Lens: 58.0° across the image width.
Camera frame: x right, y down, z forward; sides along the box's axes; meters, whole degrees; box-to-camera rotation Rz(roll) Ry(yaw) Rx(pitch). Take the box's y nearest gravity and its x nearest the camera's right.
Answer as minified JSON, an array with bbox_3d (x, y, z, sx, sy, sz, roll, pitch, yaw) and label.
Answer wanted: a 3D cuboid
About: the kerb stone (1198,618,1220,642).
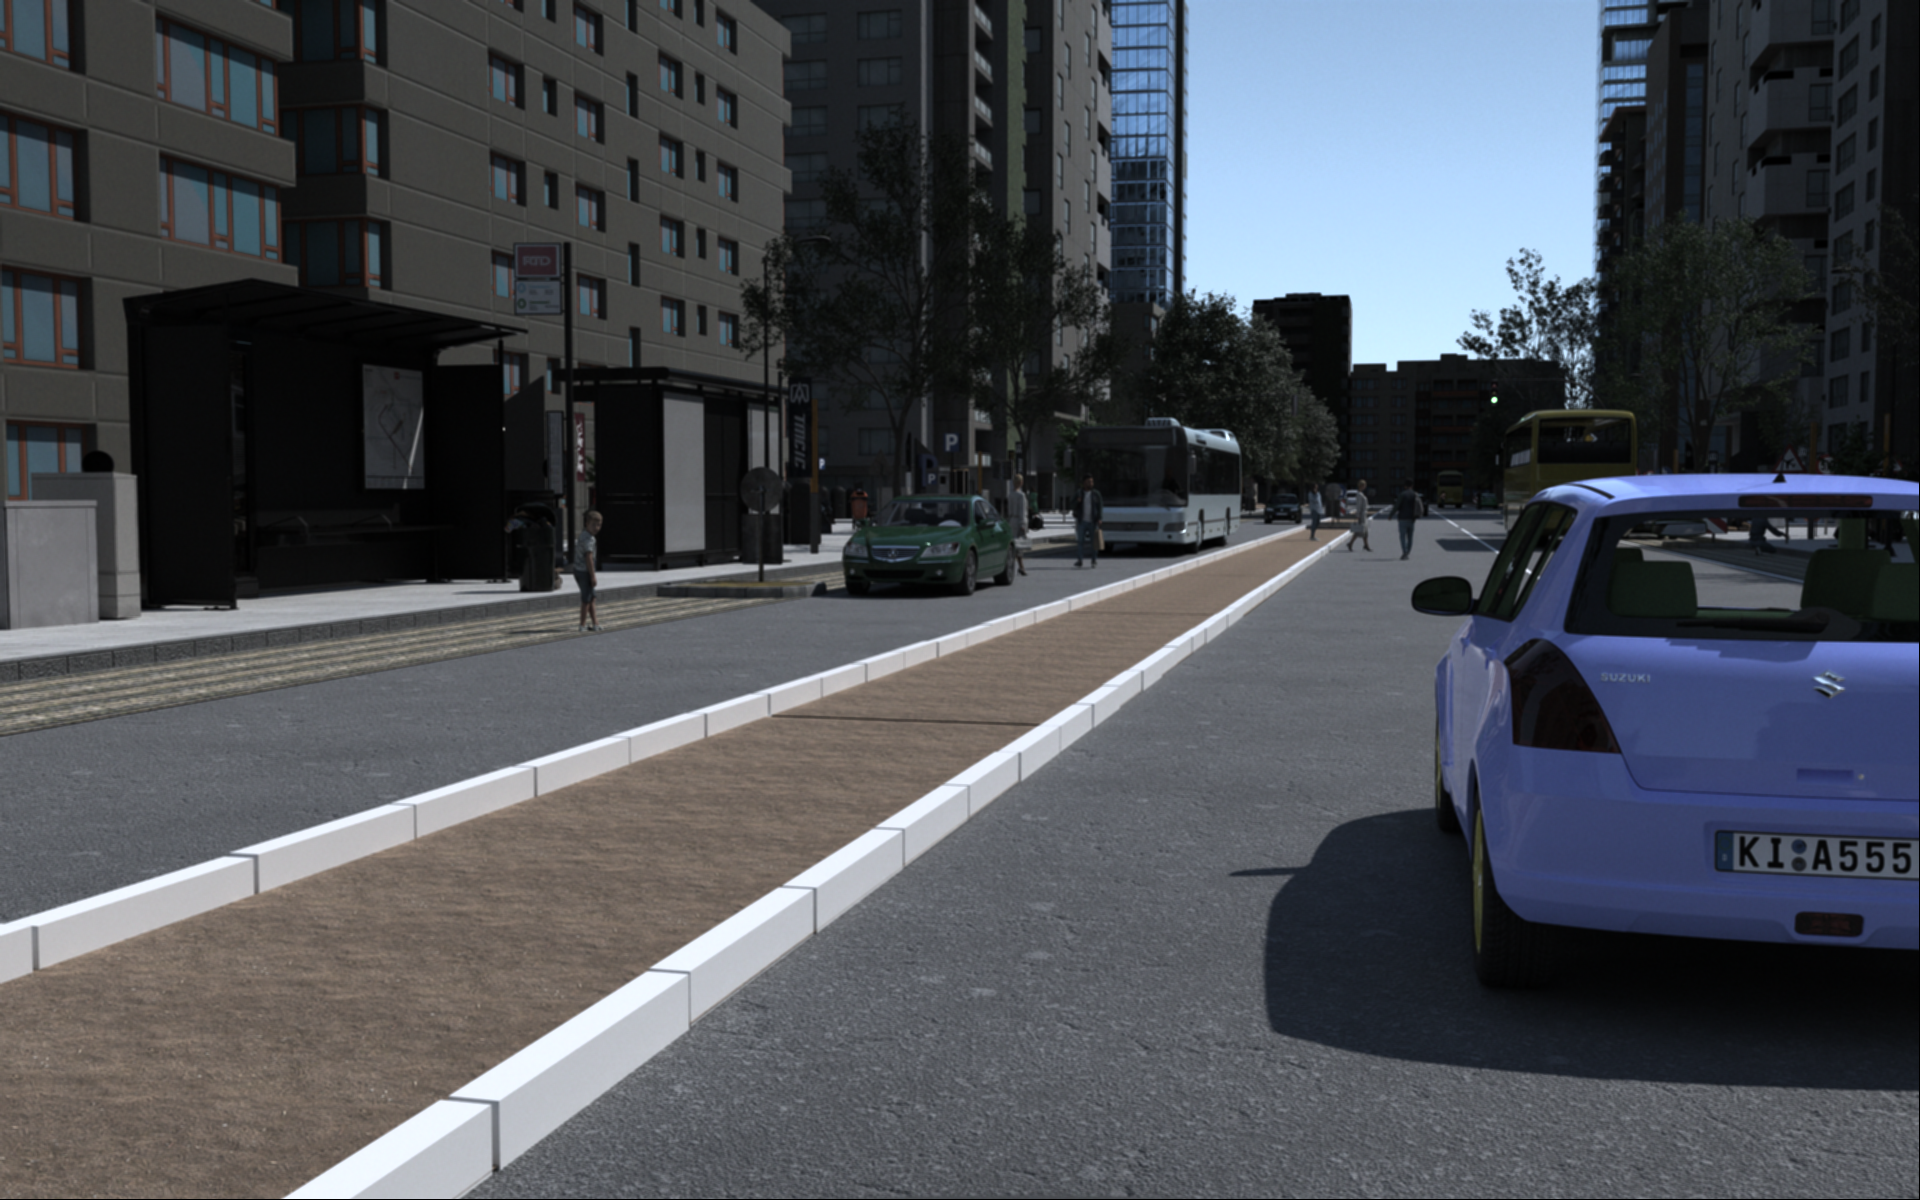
[{"bbox_3d":[2.421,0.314,17.059,0.120,0.150,1.000,1,4,14],"label":"kerb stone"}]

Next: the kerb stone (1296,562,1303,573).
[{"bbox_3d":[5.999,-0.536,30.962,0.120,0.150,1.000,1,4,14],"label":"kerb stone"}]

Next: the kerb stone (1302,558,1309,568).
[{"bbox_3d":[6.508,-0.658,32.948,0.120,0.150,1.000,1,4,14],"label":"kerb stone"}]

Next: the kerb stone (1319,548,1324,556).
[{"bbox_3d":[8.045,-1.017,38.913,0.120,0.150,1.000,1,4,14],"label":"kerb stone"}]

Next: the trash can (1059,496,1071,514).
[{"bbox_3d":[6.775,-6.129,111.869,0.748,1.137,0.748,0,3,0],"label":"trash can"}]

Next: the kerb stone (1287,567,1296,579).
[{"bbox_3d":[5.489,-0.407,28.964,0.120,0.150,1.000,1,4,14],"label":"kerb stone"}]

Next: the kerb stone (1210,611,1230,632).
[{"bbox_3d":[2.673,0.253,18.052,0.120,0.150,1.000,1,4,14],"label":"kerb stone"}]

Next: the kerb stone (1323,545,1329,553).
[{"bbox_3d":[8.568,-1.144,40.900,0.120,0.150,1.000,1,4,14],"label":"kerb stone"}]

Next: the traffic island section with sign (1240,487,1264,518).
[{"bbox_3d":[17.431,-5.817,103.730,1.989,1.847,2.006,1,4,14],"label":"traffic island section with sign"}]

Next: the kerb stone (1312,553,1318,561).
[{"bbox_3d":[7.284,-0.839,35.926,0.120,0.150,1.000,1,4,14],"label":"kerb stone"}]

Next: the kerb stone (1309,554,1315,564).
[{"bbox_3d":[7.029,-0.778,34.937,0.120,0.150,1.000,1,4,14],"label":"kerb stone"}]

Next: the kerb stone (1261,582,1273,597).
[{"bbox_3d":[4.210,-0.110,24.009,0.120,0.150,1.000,1,4,14],"label":"kerb stone"}]

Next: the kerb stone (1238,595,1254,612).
[{"bbox_3d":[3.438,0.071,21.029,0.120,0.150,1.000,1,4,14],"label":"kerb stone"}]

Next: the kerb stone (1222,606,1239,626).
[{"bbox_3d":[2.934,0.196,19.041,0.120,0.150,1.000,1,4,14],"label":"kerb stone"}]

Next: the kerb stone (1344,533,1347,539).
[{"bbox_3d":[11.635,-1.872,52.803,0.120,0.150,1.000,1,4,14],"label":"kerb stone"}]

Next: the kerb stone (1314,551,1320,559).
[{"bbox_3d":[7.536,-0.892,36.917,0.120,0.150,1.000,1,4,14],"label":"kerb stone"}]

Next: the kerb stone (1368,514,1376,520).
[{"bbox_3d":[23.565,-4.697,99.034,0.120,0.150,1.000,1,4,14],"label":"kerb stone"}]

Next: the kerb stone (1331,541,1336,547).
[{"bbox_3d":[9.592,-1.384,44.872,0.120,0.150,1.000,1,4,14],"label":"kerb stone"}]

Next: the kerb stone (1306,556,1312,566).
[{"bbox_3d":[6.770,-0.717,33.945,0.120,0.150,1.000,1,4,14],"label":"kerb stone"}]

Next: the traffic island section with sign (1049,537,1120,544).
[{"bbox_3d":[3.763,-2.572,50.686,1.989,1.847,2.006,1,4,14],"label":"traffic island section with sign"}]

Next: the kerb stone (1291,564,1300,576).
[{"bbox_3d":[5.745,-0.475,29.962,0.120,0.150,1.000,1,4,14],"label":"kerb stone"}]

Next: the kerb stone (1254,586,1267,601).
[{"bbox_3d":[3.950,-0.050,23.020,0.120,0.150,1.000,1,4,14],"label":"kerb stone"}]

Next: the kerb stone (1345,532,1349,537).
[{"bbox_3d":[12.158,-1.991,54.803,0.120,0.150,1.000,1,4,14],"label":"kerb stone"}]

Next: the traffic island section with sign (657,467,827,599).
[{"bbox_3d":[-2.987,-0.976,24.586,1.989,1.847,2.006,1,4,14],"label":"traffic island section with sign"}]

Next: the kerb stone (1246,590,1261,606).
[{"bbox_3d":[3.695,0.010,22.030,0.120,0.150,1.000,1,4,14],"label":"kerb stone"}]

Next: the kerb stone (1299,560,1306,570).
[{"bbox_3d":[6.256,-0.597,31.955,0.120,0.150,1.000,1,4,14],"label":"kerb stone"}]

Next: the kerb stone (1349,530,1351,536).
[{"bbox_3d":[12.666,-2.116,56.791,0.120,0.150,1.000,1,4,14],"label":"kerb stone"}]

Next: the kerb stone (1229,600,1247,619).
[{"bbox_3d":[3.186,0.132,20.032,0.120,0.150,1.000,1,4,14],"label":"kerb stone"}]

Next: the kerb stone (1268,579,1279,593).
[{"bbox_3d":[4.467,-0.171,24.998,0.120,0.150,1.000,1,4,14],"label":"kerb stone"}]

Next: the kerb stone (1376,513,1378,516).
[{"bbox_3d":[25.100,-5.064,104.995,0.120,0.150,1.000,1,4,14],"label":"kerb stone"}]

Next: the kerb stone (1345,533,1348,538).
[{"bbox_3d":[11.889,-1.931,53.803,0.120,0.150,1.000,1,4,14],"label":"kerb stone"}]

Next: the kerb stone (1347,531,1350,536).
[{"bbox_3d":[12.411,-2.055,55.793,0.120,0.150,1.000,1,4,14],"label":"kerb stone"}]

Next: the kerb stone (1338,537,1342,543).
[{"bbox_3d":[10.614,-1.628,48.844,0.120,0.150,1.000,1,4,14],"label":"kerb stone"}]

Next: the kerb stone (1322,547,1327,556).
[{"bbox_3d":[8.317,-1.083,39.901,0.120,0.150,1.000,1,4,14],"label":"kerb stone"}]

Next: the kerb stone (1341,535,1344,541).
[{"bbox_3d":[11.127,-1.749,50.823,0.120,0.150,1.000,1,4,14],"label":"kerb stone"}]

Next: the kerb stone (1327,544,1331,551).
[{"bbox_3d":[8.832,-1.197,41.890,0.120,0.150,1.000,1,4,14],"label":"kerb stone"}]

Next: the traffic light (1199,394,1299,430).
[{"bbox_3d":[13.044,-6.403,79.353,4.771,5.953,1.251,1,4,14],"label":"traffic light"}]

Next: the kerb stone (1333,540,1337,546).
[{"bbox_3d":[9.845,-1.447,45.871,0.120,0.150,1.000,1,4,14],"label":"kerb stone"}]

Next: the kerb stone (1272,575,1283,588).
[{"bbox_3d":[4.719,-0.232,25.995,0.120,0.150,1.000,1,4,14],"label":"kerb stone"}]

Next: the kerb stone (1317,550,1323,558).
[{"bbox_3d":[7.798,-0.957,37.921,0.120,0.150,1.000,1,4,14],"label":"kerb stone"}]

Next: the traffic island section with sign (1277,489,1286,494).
[{"bbox_3d":[24.172,-7.413,129.832,1.989,1.847,2.006,1,4,14],"label":"traffic island section with sign"}]

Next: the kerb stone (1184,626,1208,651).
[{"bbox_3d":[2.159,0.375,16.071,0.120,0.150,1.000,1,4,14],"label":"kerb stone"}]

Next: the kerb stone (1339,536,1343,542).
[{"bbox_3d":[10.862,-1.688,49.836,0.120,0.150,1.000,1,4,14],"label":"kerb stone"}]

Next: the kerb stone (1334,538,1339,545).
[{"bbox_3d":[10.100,-1.509,46.860,0.120,0.150,1.000,1,4,14],"label":"kerb stone"}]

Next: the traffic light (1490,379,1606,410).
[{"bbox_3d":[23.335,-5.727,68.297,4.771,5.953,1.251,1,4,14],"label":"traffic light"}]

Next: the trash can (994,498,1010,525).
[{"bbox_3d":[1.692,-3.481,68.564,0.748,1.137,0.748,0,3,0],"label":"trash can"}]

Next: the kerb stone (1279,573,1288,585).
[{"bbox_3d":[4.978,-0.291,26.984,0.120,0.150,1.000,1,4,14],"label":"kerb stone"}]

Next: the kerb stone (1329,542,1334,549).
[{"bbox_3d":[9.332,-1.321,43.883,0.120,0.150,1.000,1,4,14],"label":"kerb stone"}]

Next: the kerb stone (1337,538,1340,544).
[{"bbox_3d":[10.353,-1.567,47.856,0.120,0.150,1.000,1,4,14],"label":"kerb stone"}]

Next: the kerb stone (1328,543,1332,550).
[{"bbox_3d":[9.075,-1.266,42.892,0.120,0.150,1.000,1,4,14],"label":"kerb stone"}]

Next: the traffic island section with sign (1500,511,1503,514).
[{"bbox_3d":[40.423,-7.184,126.092,1.989,1.847,2.006,1,4,14],"label":"traffic island section with sign"}]

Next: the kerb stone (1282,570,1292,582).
[{"bbox_3d":[5.232,-0.353,27.974,0.120,0.150,1.000,1,4,14],"label":"kerb stone"}]

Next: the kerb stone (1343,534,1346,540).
[{"bbox_3d":[11.389,-1.811,51.811,0.120,0.150,1.000,1,4,14],"label":"kerb stone"}]
